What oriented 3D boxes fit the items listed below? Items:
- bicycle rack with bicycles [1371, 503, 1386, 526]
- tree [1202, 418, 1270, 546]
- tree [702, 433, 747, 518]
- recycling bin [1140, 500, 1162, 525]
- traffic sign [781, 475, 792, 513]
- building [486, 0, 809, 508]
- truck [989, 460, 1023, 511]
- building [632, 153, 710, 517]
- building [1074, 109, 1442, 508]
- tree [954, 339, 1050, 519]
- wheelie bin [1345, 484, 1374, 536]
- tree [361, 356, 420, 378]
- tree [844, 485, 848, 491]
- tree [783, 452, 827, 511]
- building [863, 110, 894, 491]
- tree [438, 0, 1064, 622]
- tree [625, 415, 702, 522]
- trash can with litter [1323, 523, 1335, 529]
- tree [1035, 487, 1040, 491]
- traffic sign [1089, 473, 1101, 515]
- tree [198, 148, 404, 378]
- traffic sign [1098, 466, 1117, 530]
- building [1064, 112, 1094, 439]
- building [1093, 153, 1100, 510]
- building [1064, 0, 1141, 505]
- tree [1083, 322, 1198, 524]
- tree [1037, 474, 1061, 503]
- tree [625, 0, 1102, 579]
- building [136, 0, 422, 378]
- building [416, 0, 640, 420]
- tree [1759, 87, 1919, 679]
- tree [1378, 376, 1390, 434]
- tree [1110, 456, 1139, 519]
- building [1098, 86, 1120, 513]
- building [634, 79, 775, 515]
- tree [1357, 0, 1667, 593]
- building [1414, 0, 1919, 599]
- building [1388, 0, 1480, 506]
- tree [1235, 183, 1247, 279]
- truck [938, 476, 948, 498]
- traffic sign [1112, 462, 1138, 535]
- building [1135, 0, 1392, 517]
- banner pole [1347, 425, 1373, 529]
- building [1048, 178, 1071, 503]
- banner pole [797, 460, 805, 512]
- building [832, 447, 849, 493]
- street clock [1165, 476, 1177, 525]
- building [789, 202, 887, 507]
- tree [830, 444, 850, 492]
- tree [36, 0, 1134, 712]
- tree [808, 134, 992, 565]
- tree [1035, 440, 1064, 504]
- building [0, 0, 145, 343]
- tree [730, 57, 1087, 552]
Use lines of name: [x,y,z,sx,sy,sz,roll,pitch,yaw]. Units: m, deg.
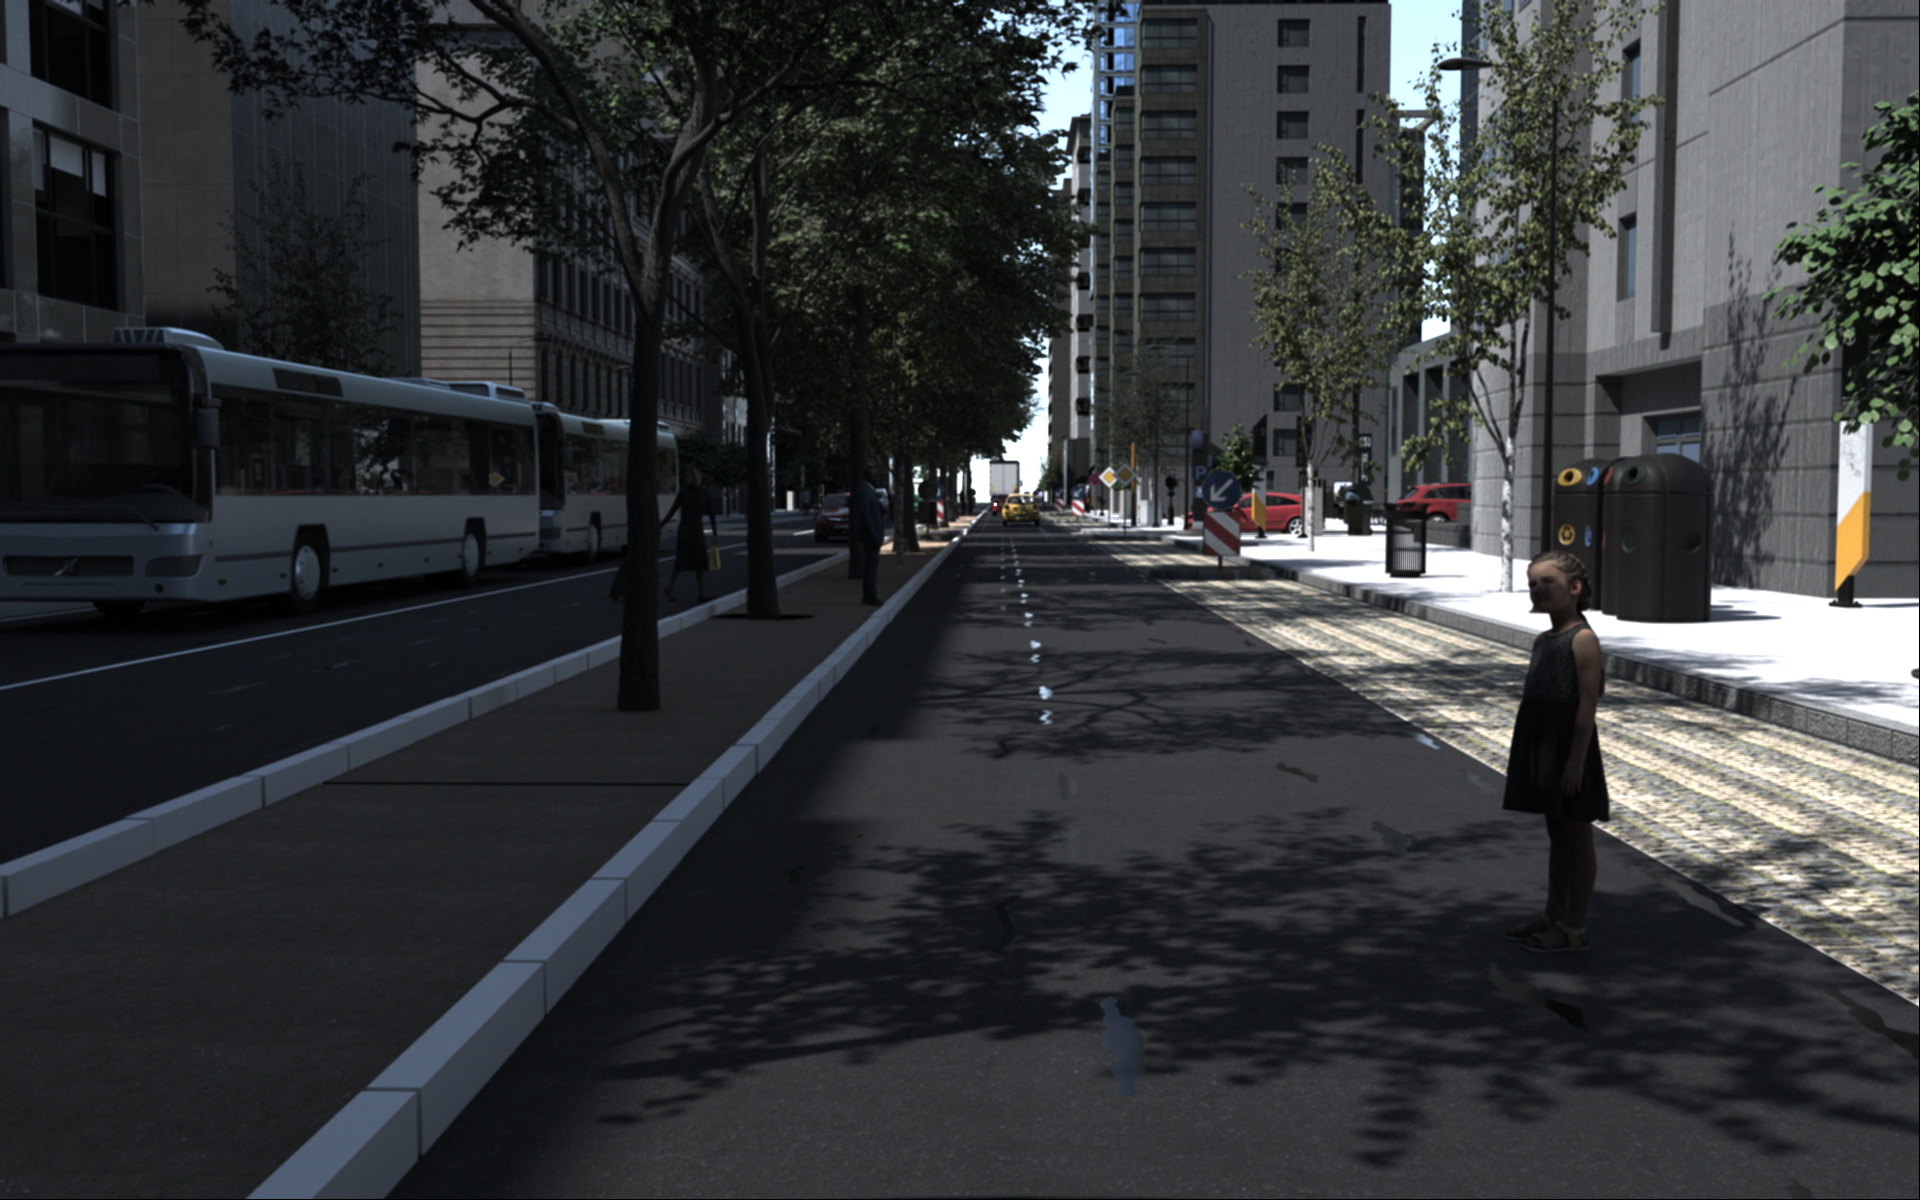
bicycle rack with bicycles: [17.385,-3.471,70.129,2.925,0.926,2.852,-1,4,-10]
tree: [7.071,-2.980,43.321,1.663,3.219,1.824,0,3,0]
tree: [-12.751,-5.960,81.164,4.285,4.588,4.351,0,3,0]
recycling bin: [7.877,-3.600,71.414,0.722,1.027,0.722,-1,4,-17]
traffic sign: [-11.806,-7.188,117.629,0.768,2.556,0.104,0,4,8]
building: [-27.805,-34.385,151.439,28.713,52.752,27.495,0,4,1]
truck: [3.897,-9.795,149.054,2.839,4.237,11.283,0,4,3]
building: [-20.469,-15.702,92.883,11.583,22.565,21.152,0,4,1]
building: [27.495,-29.104,167.729,32.217,40.220,23.993,0,4,1]
tree: [0.461,-12.045,109.770,12.009,13.543,11.850,0,3,0]
wheelie bin: [12.314,-2.789,53.516,0.980,1.594,0.693,-3,5,-42]
tree: [-13.819,-3.531,41.444,4.285,4.588,4.351,0,3,0]
tree: [-11.251,-11.911,189.339,1.663,3.219,1.824,0,3,0]
tree: [-11.796,-9.078,132.141,4.285,4.588,4.351,0,3,0]
building: [-21.091,-58.313,266.093,22.319,86.520,31.000,0,4,1]
tree: [-2.364,-5.590,19.613,9.928,11.665,9.643,0,3,0]
tree: [-13.314,-5.288,70.174,4.285,4.588,4.351,0,3,0]
trash can with litter: [12.508,-3.203,63.429,2.233,1.210,1.678,2,4,23]
tree: [13.304,-18.034,289.460,1.663,3.219,1.824,0,3,0]
traffic sign: [8.102,-6.331,103.623,0.768,2.556,0.104,0,4,5]
tree: [-13.782,-5.297,36.971,4.360,8.622,3.978,0,3,0]
traffic sign: [5.363,-3.586,62.279,0.795,2.450,0.064,0,4,1]
building: [28.999,-39.540,235.715,28.713,52.752,27.495,0,4,1]
building: [18.418,-23.090,149.224,14.160,30.474,14.107,0,4,1]
building: [23.473,-53.896,193.865,22.319,86.520,31.000,0,4,1]
tree: [7.620,-7.581,74.317,4.360,8.622,3.978,0,3,0]
tree: [12.231,-15.540,237.784,4.285,4.588,4.351,0,3,0]
tree: [-1.583,-6.592,28.358,7.486,12.596,7.792,0,3,0]
building: [-31.163,-13.899,46.318,30.058,24.678,14.314,0,4,1]
building: [-20.204,-13.700,73.145,9.793,20.994,18.267,0,4,1]
tree: [7.343,-1.721,11.846,4.285,4.588,4.351,0,3,0]
tree: [24.554,-8.739,93.239,4.360,8.622,3.978,0,3,0]
tree: [8.319,-5.762,88.817,1.663,3.219,1.824,0,3,0]
building: [17.809,-21.665,125.921,14.160,30.474,14.107,0,4,1]
building: [-19.632,-19.483,115.809,12.463,27.353,25.104,0,4,1]
tree: [6.985,-4.414,22.532,4.737,8.622,4.395,0,3,0]
building: [21.475,-30.044,33.218,21.231,58.520,28.212,0,4,1]
building: [35.024,-46.502,72.979,31.000,86.520,22.319,0,4,1]
tree: [7.940,-5.373,38.211,4.737,8.622,4.395,0,3,0]
truck: [-2.773,-17.616,276.939,2.839,4.237,11.283,0,3,0]
traffic sign: [5.170,-3.098,54.296,0.795,2.450,0.064,0,4,1]
building: [17.303,-20.316,103.861,14.160,30.474,14.107,0,4,1]
banner pole: [14.556,-4.464,63.001,0.863,3.779,0.401,1,4,20]
building: [24.202,-38.946,260.468,21.300,48.544,21.600,0,4,1]
banner pole: [-11.651,-8.396,127.295,0.401,3.779,0.863,3,4,37]
building: [-18.947,-26.327,202.144,14.160,30.474,14.107,0,4,1]
street clock: [8.674,-4.076,71.214,0.358,2.002,0.471,-3,4,-37]
building: [-21.669,-35.650,237.495,22.147,44.769,28.867,0,4,1]
tree: [-10.527,-13.301,167.840,4.360,8.622,3.978,0,3,0]
tree: [-2.156,-4.521,10.789,8.767,10.594,7.601,0,4,1]
tree: [-1.246,-5.013,34.787,4.737,8.622,4.395,0,3,0]
tree: [12.138,-17.176,231.183,4.737,8.622,4.395,0,3,0]
building: [-25.669,-12.936,16.015,19.350,26.468,34.151,0,4,1]
tree: [-1.322,-8.137,42.145,9.857,13.997,8.962,0,3,0]
